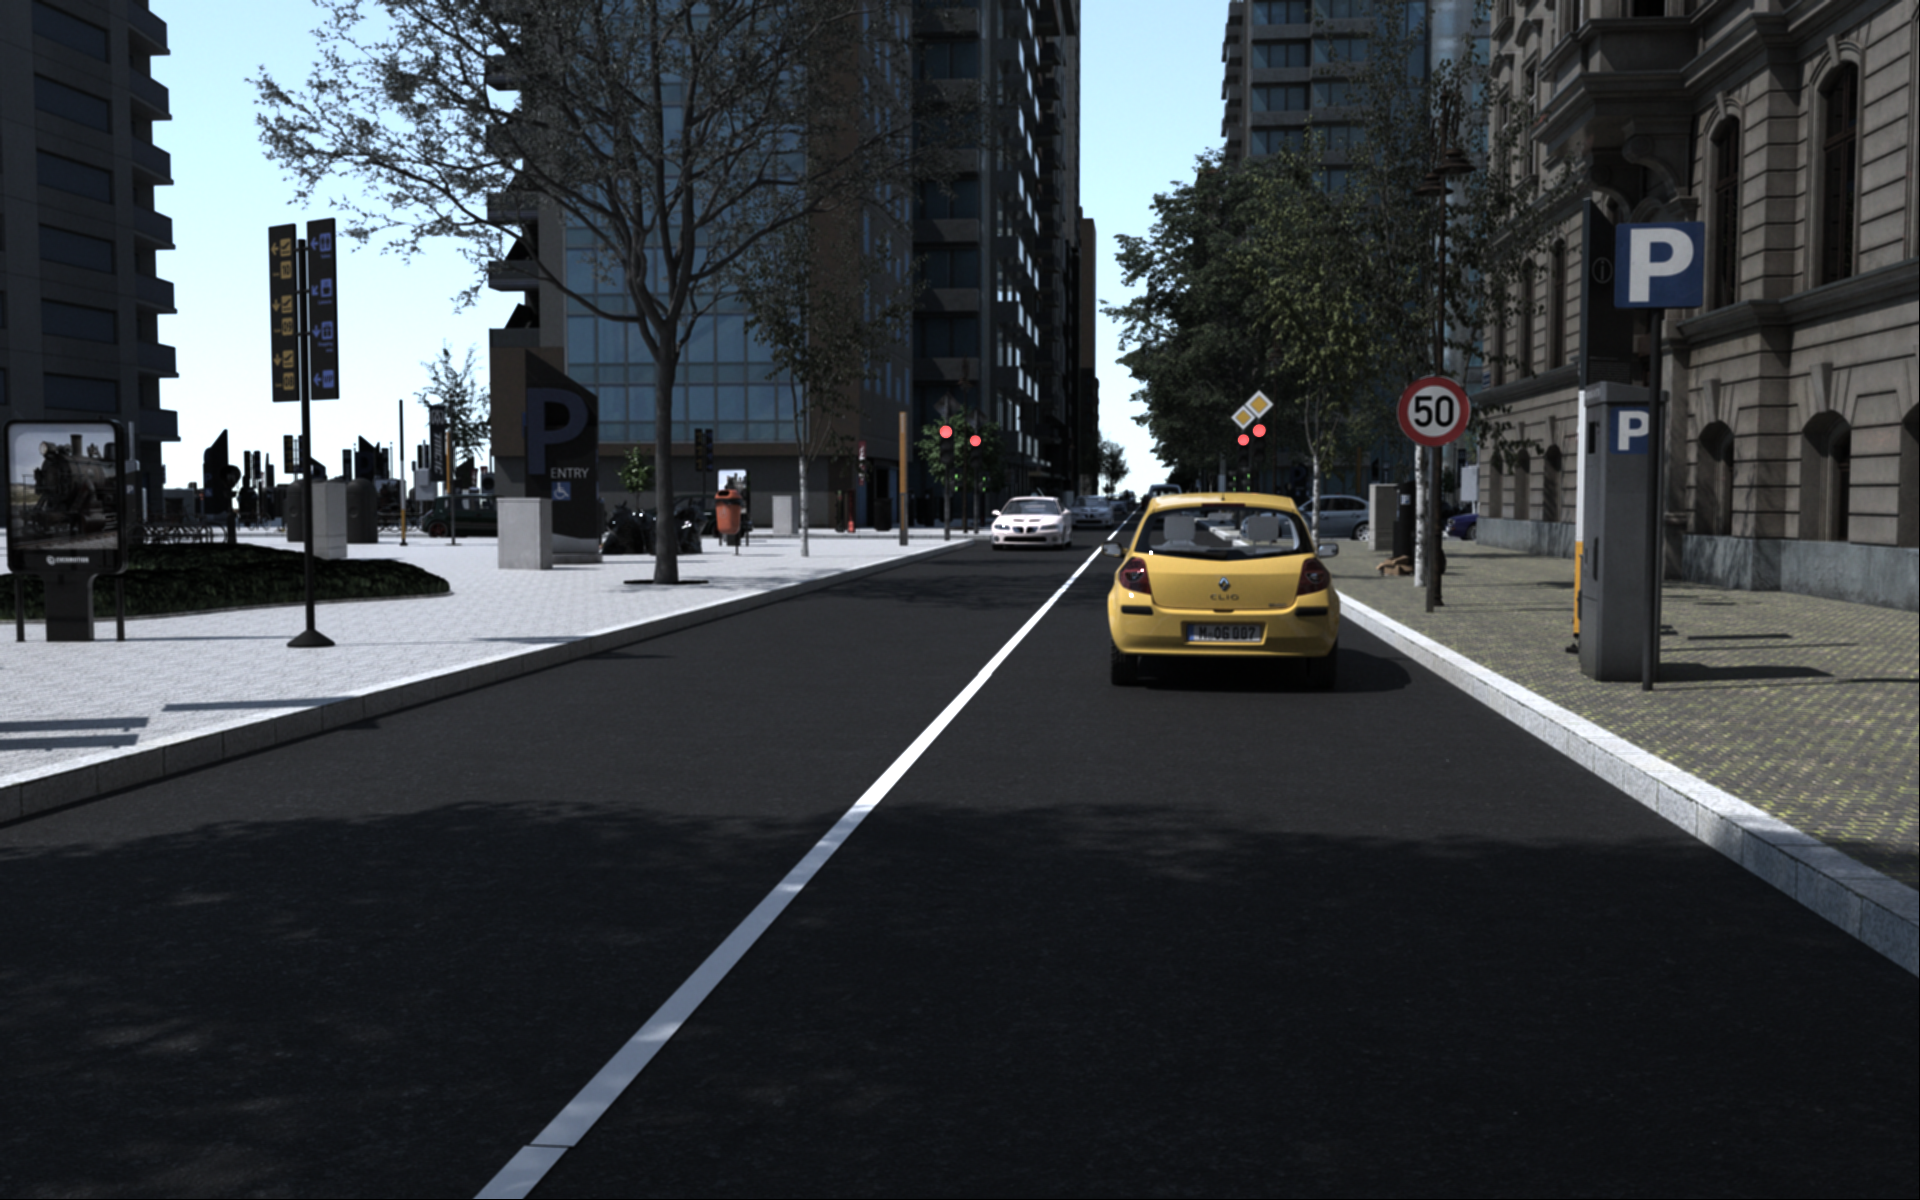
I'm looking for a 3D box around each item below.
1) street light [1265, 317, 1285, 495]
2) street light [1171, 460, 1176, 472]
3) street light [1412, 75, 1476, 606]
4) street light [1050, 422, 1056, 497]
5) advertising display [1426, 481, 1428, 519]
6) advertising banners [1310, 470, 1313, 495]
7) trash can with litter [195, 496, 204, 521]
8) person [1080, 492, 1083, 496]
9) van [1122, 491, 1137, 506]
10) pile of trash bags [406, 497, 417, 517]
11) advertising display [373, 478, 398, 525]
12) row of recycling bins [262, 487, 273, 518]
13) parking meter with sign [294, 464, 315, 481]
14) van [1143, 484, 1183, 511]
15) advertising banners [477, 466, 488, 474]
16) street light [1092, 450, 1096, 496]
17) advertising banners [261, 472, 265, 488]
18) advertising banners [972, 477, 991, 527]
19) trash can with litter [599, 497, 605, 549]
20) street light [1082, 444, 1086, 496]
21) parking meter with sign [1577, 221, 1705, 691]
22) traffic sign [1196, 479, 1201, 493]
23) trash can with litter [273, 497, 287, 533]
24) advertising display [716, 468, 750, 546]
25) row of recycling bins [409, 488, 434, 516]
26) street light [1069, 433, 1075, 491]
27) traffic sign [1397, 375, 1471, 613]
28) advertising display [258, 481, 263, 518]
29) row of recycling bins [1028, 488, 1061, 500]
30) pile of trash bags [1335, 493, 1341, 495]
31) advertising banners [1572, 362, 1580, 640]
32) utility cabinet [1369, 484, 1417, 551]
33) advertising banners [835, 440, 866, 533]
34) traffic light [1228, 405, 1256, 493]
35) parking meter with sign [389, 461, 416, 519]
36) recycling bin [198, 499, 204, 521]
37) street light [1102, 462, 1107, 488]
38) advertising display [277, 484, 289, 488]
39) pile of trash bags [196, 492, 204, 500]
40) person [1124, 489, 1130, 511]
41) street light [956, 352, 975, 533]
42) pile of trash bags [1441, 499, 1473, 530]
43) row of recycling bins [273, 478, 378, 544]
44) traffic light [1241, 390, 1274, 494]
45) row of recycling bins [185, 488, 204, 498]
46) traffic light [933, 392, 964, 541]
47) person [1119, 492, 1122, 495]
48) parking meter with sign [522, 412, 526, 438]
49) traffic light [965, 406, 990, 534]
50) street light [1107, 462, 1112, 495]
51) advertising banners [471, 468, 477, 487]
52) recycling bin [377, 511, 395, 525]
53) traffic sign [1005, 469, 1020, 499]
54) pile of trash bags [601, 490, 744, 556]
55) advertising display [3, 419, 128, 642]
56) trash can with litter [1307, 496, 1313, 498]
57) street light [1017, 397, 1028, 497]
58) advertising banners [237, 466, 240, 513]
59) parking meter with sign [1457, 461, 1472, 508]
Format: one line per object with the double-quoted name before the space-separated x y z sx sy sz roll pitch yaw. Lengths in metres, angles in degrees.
"street light" 8.260 -4.442 45.412 0.468 5.910 1.993 0 4 6
"street light" 29.255 -16.052 235.235 0.468 5.910 1.993 0 4 6
"street light" 5.467 -2.870 19.708 0.468 5.910 1.993 0 4 6
"street light" 5.823 -8.308 108.629 0.468 5.910 1.993 0 4 6
"advertising display" 23.797 -5.035 87.528 0.974 1.923 0.123 3 5 44
"advertising banners" 25.295 -7.808 123.848 0.090 3.025 2.074 0 4 -3
"trash can with litter" -34.691 -4.169 79.221 2.233 1.210 1.678 1 4 9
"person" 14.456 -12.211 208.878 1.217 1.736 0.721 0 4 7
"van" 19.903 -12.079 204.510 2.013 2.044 4.112 0 4 4
"pile of trash bags" -31.526 -5.224 95.166 3.447 1.369 1.912 1 4 16
"advertising display" -23.732 -4.061 71.603 0.974 1.923 0.123 -2 4 -28
"row of recycling bins" -37.984 -5.456 96.311 1.069 1.692 3.534 0 4 -6
"parking meter with sign" -38.314 -6.407 101.015 1.738 3.016 0.543 3 4 36
"van" 8.782 -4.091 73.907 2.013 2.044 4.112 1 4 8
"advertising banners" -28.832 -6.815 107.617 2.074 3.025 0.090 1 4 9
"street light" 14.217 -12.883 183.416 0.468 5.910 1.993 0 4 6
"advertising banners" -53.720 -8.454 134.415 2.074 3.025 0.090 3 5 42
"advertising banners" 0.877 -4.401 68.145 0.090 3.025 2.074 -1 4 -20
"trash can with litter" -8.384 -1.828 40.938 1.678 1.210 2.233 0 4 -7
"street light" 11.281 -11.311 157.728 0.468 5.910 1.993 0 4 6
"parking meter with sign" 4.635 -0.965 12.033 0.543 3.016 1.738 1 4 10
"traffic sign" 16.456 -7.121 118.552 0.606 2.300 0.079 0 4 7
"trash can with litter" -22.210 -2.905 58.553 2.233 1.210 1.678 -1 4 -15
"advertising display" -5.586 -2.293 42.706 0.974 1.923 0.123 2 4 32
"row of recycling bins" -31.419 -5.750 101.128 1.069 1.692 3.534 -2 4 -31
"street light" 8.563 -9.739 132.017 0.468 5.910 1.993 0 4 6
"traffic sign" 5.092 -1.136 18.687 0.768 2.556 0.104 1 4 9
"advertising display" -34.996 -4.982 86.674 0.123 1.923 0.974 -1 4 -19
"row of recycling bins" 5.251 -6.862 119.307 3.534 1.692 1.069 1 4 19
"pile of trash bags" 26.478 -6.701 119.315 1.912 1.369 3.447 0 4 -7
"advertising banners" 5.596 -1.189 15.623 0.090 3.025 2.074 1 4 20
"utility cabinet" 9.802 -1.851 38.942 1.173 1.500 0.318 -1 4 -15
"advertising banners" -3.593 -3.722 57.048 0.090 3.025 2.074 -2 4 -32
"traffic light" 8.903 -4.021 54.664 0.839 4.253 0.868 0 4 6
"parking meter with sign" -29.443 -5.785 90.849 1.738 3.016 0.543 0 4 -2
"recycling bin" -35.125 -4.189 81.047 0.722 1.027 0.722 1 4 16
"street light" 17.627 -14.795 214.677 0.468 5.910 1.993 0 4 6
"advertising display" -42.716 -6.386 109.622 0.974 1.923 0.123 0 4 -4
"pile of trash bags" -42.820 -5.288 96.213 3.447 1.369 1.912 2 4 30
"person" 13.838 -8.285 143.982 0.705 1.821 1.348 2 4 35
"street light" 0.185 -5.122 56.533 0.468 5.910 1.993 0 4 6
"pile of trash bags" 17.350 -3.181 61.758 1.912 1.369 3.447 -2 4 -34
"row of recycling bins" -16.633 -2.364 45.762 3.534 1.692 1.069 3 4 39
"traffic light" 8.028 -3.536 46.727 0.839 4.253 0.868 0 4 6
"row of recycling bins" -54.399 -7.126 123.625 1.069 1.692 3.534 0 4 4
"traffic light" -0.334 -3.591 47.630 0.839 4.253 0.868 0 4 6
"person" 22.561 -14.256 242.298 0.721 1.736 1.217 3 4 39
"parking meter with sign" -8.847 -2.437 36.098 0.543 3.016 1.738 -1 4 -13
"traffic light" 0.541 -4.076 55.567 0.839 4.253 0.868 0 4 6
"street light" 20.481 -16.366 240.374 0.468 5.910 1.993 0 4 6
"advertising banners" -33.372 -7.346 116.294 2.074 3.025 0.090 -1 4 -12
"recycling bin" -24.214 -3.691 72.903 0.722 1.027 0.722 -2 4 -30
"traffic sign" 2.113 -4.164 70.219 0.606 2.300 0.079 1 4 10
"pile of trash bags" -5.993 -1.653 36.787 3.447 1.369 1.912 2 4 32
"advertising display" -7.748 -0.600 15.027 0.974 1.923 0.123 0 4 -3
"trash can with litter" 17.890 -4.687 88.024 0.624 1.170 1.055 2 4 25
"street light" 2.975 -6.694 82.237 0.468 5.910 1.993 0 4 6
"advertising banners" -45.038 -6.855 108.264 0.090 3.025 2.074 -1 4 -15
"parking meter with sign" 26.975 -5.885 92.486 0.543 3.016 1.738 2 4 27
